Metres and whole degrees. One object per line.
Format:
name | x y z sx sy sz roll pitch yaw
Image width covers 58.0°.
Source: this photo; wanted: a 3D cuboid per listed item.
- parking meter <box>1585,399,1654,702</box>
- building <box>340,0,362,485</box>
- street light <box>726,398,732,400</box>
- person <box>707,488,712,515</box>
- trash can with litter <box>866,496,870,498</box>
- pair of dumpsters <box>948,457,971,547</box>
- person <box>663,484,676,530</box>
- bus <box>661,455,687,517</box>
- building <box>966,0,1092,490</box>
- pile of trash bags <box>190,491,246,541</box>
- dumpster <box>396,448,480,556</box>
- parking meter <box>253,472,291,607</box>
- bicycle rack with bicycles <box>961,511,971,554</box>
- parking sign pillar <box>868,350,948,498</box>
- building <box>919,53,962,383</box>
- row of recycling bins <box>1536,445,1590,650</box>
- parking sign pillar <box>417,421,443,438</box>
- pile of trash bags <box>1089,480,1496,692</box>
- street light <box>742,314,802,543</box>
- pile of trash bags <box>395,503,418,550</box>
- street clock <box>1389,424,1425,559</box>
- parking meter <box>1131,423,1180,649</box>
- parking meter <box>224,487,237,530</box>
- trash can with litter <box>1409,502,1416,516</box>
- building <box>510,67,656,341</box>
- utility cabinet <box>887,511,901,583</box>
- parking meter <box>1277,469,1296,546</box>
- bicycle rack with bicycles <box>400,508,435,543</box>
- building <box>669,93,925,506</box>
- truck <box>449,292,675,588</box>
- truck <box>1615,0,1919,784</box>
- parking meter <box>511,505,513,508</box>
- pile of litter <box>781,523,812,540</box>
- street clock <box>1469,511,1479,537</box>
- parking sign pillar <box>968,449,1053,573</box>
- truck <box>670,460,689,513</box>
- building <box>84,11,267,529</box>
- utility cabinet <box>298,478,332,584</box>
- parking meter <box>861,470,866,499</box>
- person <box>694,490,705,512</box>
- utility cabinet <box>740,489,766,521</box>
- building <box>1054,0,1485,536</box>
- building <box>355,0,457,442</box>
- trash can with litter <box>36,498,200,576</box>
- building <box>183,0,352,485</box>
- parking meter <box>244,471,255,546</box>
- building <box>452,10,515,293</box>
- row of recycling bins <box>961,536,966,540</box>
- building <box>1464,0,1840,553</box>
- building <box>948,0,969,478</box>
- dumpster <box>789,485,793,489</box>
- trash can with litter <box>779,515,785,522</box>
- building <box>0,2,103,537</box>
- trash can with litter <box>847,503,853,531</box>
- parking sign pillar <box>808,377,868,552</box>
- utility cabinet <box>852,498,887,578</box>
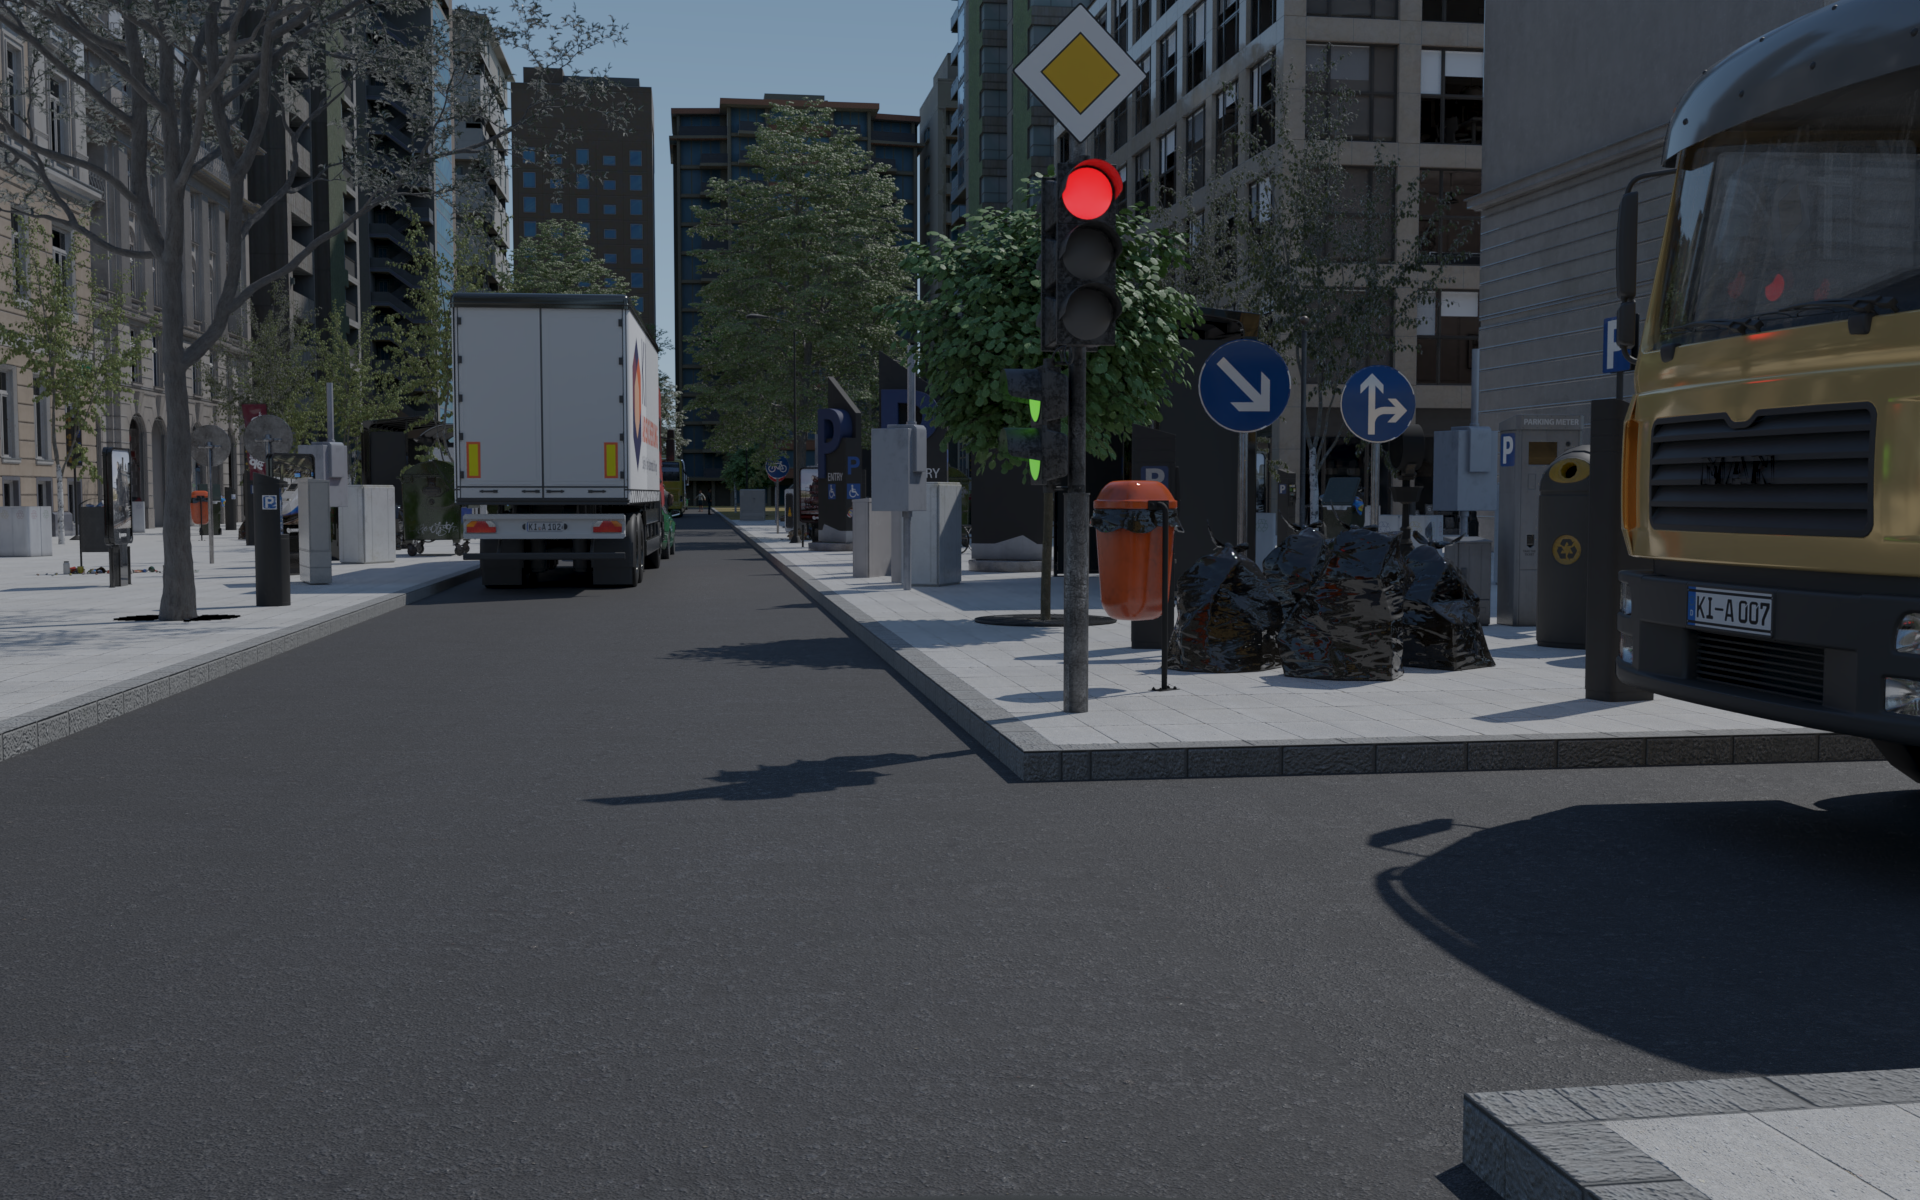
parking meter | 4.137 -0.310 10.783 0.399 1.863 0.255 -1 4 -21
building | -45.157 -40.624 102.461 20.563 71.187 20.611 -1 4 -9
street light | -10.870 -6.804 83.789 1.470 5.913 1.316 -1 4 -9
person | -17.326 -6.818 120.002 0.705 1.821 1.348 -1 4 -10
trash can with litter | -2.799 -2.583 53.296 1.678 1.210 2.233 -2 4 -28
pair of dumpsters | -0.694 -2.524 43.763 1.574 2.255 4.437 -1 4 -9
person | -11.558 -3.627 67.762 0.822 1.834 0.622 1 4 9
bus | -18.681 -7.187 109.046 2.896 3.916 12.252 -1 4 -8
building | 7.214 -26.103 110.382 14.154 41.232 14.086 -1 4 -9
pile of trash bags | -19.719 -2.367 48.456 3.447 1.369 1.912 -2 4 -28
dumpster | -10.959 -2.075 36.426 1.502 2.255 1.985 -1 4 -9
parking meter | -7.889 -0.700 19.858 0.372 1.533 0.369 0 3 0
bicycle rack with bicycles | 0.910 -1.477 37.531 2.852 0.926 2.925 -2 4 -31
parking sign pillar | -0.874 -2.683 32.346 1.447 3.967 1.447 0 4 3
building | 6.416 -34.989 195.775 21.600 48.544 21.300 -1 4 -9
row of recycling bins | 5.654 -0.379 13.312 1.069 1.692 3.534 -1 4 -13
parking sign pillar | -19.623 -4.600 63.688 1.447 3.967 1.447 -1 4 -10
pile of trash bags | 2.231 -0.162 12.402 3.447 1.369 1.912 -3 5 -42
street light | -4.822 -4.426 44.913 1.470 5.913 1.316 -1 4 -9
pile of trash bags | -13.687 -1.813 39.392 1.912 1.369 3.447 0 4 3
street clock | 4.639 -0.823 18.030 0.358 2.002 0.471 0 4 -4
parking meter | 1.625 -0.530 14.382 0.399 1.863 0.255 0 4 6
parking meter | -25.863 -3.241 61.403 0.372 1.533 0.369 0 3 0
trash can with litter | 13.420 -2.434 50.848 1.678 1.210 2.233 2 4 25
building | -39.947 -32.779 186.055 14.200 45.320 14.600 -1 4 -9
utility cabinet | -0.524 -0.870 25.380 1.020 1.237 0.306 -3 4 -37
parking meter | 7.560 -2.102 40.078 0.255 1.863 0.399 -2 4 -35
bicycle rack with bicycles | -15.125 -1.987 45.869 2.925 0.926 2.852 1 4 9
building | -19.126 -32.904 192.601 28.867 44.769 22.147 -1 4 -9
truck | -6.528 -2.501 29.805 2.839 4.237 11.283 0 4 -7
truck | 7.115 -0.704 7.435 9.791 3.379 3.469 0 4 -7
parking meter | -17.810 -3.674 68.485 0.372 1.533 0.369 0 3 0
pile of litter | -4.331 -2.122 48.654 1.719 0.858 1.176 -3 4 -36
street clock | 10.229 -1.828 34.460 0.471 2.002 0.358 2 4 26
parking sign pillar | 0.862 -2.471 28.870 1.447 3.967 1.447 1 4 22
truck | -21.819 -8.526 129.163 2.967 4.110 18.799 -1 4 -8
building | -36.321 -13.739 66.430 13.314 21.916 24.055 -1 4 -9
utility cabinet | -9.276 -0.993 24.922 0.318 1.500 1.173 -2 4 -27
parking meter | -2.413 -2.201 41.702 0.255 1.863 0.399 -1 4 -12
person | -21.104 -8.030 140.572 1.217 1.735 0.721 2 4 34
utility cabinet | -9.853 -4.502 82.281 1.173 1.500 0.318 0 4 3
building | 16.724 -16.289 70.835 19.350 26.468 34.151 -1 4 -9
building | -47.290 -29.604 134.133 14.200 45.320 14.600 -1 4 -9
trash can with litter | -13.538 -1.034 27.962 2.233 1.210 1.678 -1 4 -12
building | -39.447 -19.287 87.049 14.160 30.474 14.107 -1 4 -9
parking meter | -17.602 -2.293 43.203 0.399 1.863 0.255 -3 5 -41
building | -61.576 -36.703 189.327 27.495 52.752 28.713 -1 4 -9
row of recycling bins | -1.141 -2.591 49.468 1.069 1.692 3.534 -3 5 -41
building | 23.840 -11.764 34.138 24.055 21.916 13.314 -1 4 -9
building | 7.599 -50.121 132.153 22.319 86.520 31.000 -1 4 -9
dumpster | -7.541 -4.692 82.474 1.264 1.857 1.865 -1 4 -9
trash can with litter | -7.949 -4.232 80.585 1.055 1.170 0.624 1 4 13
building | -32.372 -15.818 44.523 13.634 28.700 20.117 -1 4 -9
trash can with litter | -2.139 -1.596 37.485 0.624 1.170 1.055 0 4 -5
parking sign pillar | -2.729 -3.104 39.230 1.447 3.967 1.447 -2 4 -33
utility cabinet | -1.342 -0.969 27.002 0.306 1.237 1.020 1 4 22
